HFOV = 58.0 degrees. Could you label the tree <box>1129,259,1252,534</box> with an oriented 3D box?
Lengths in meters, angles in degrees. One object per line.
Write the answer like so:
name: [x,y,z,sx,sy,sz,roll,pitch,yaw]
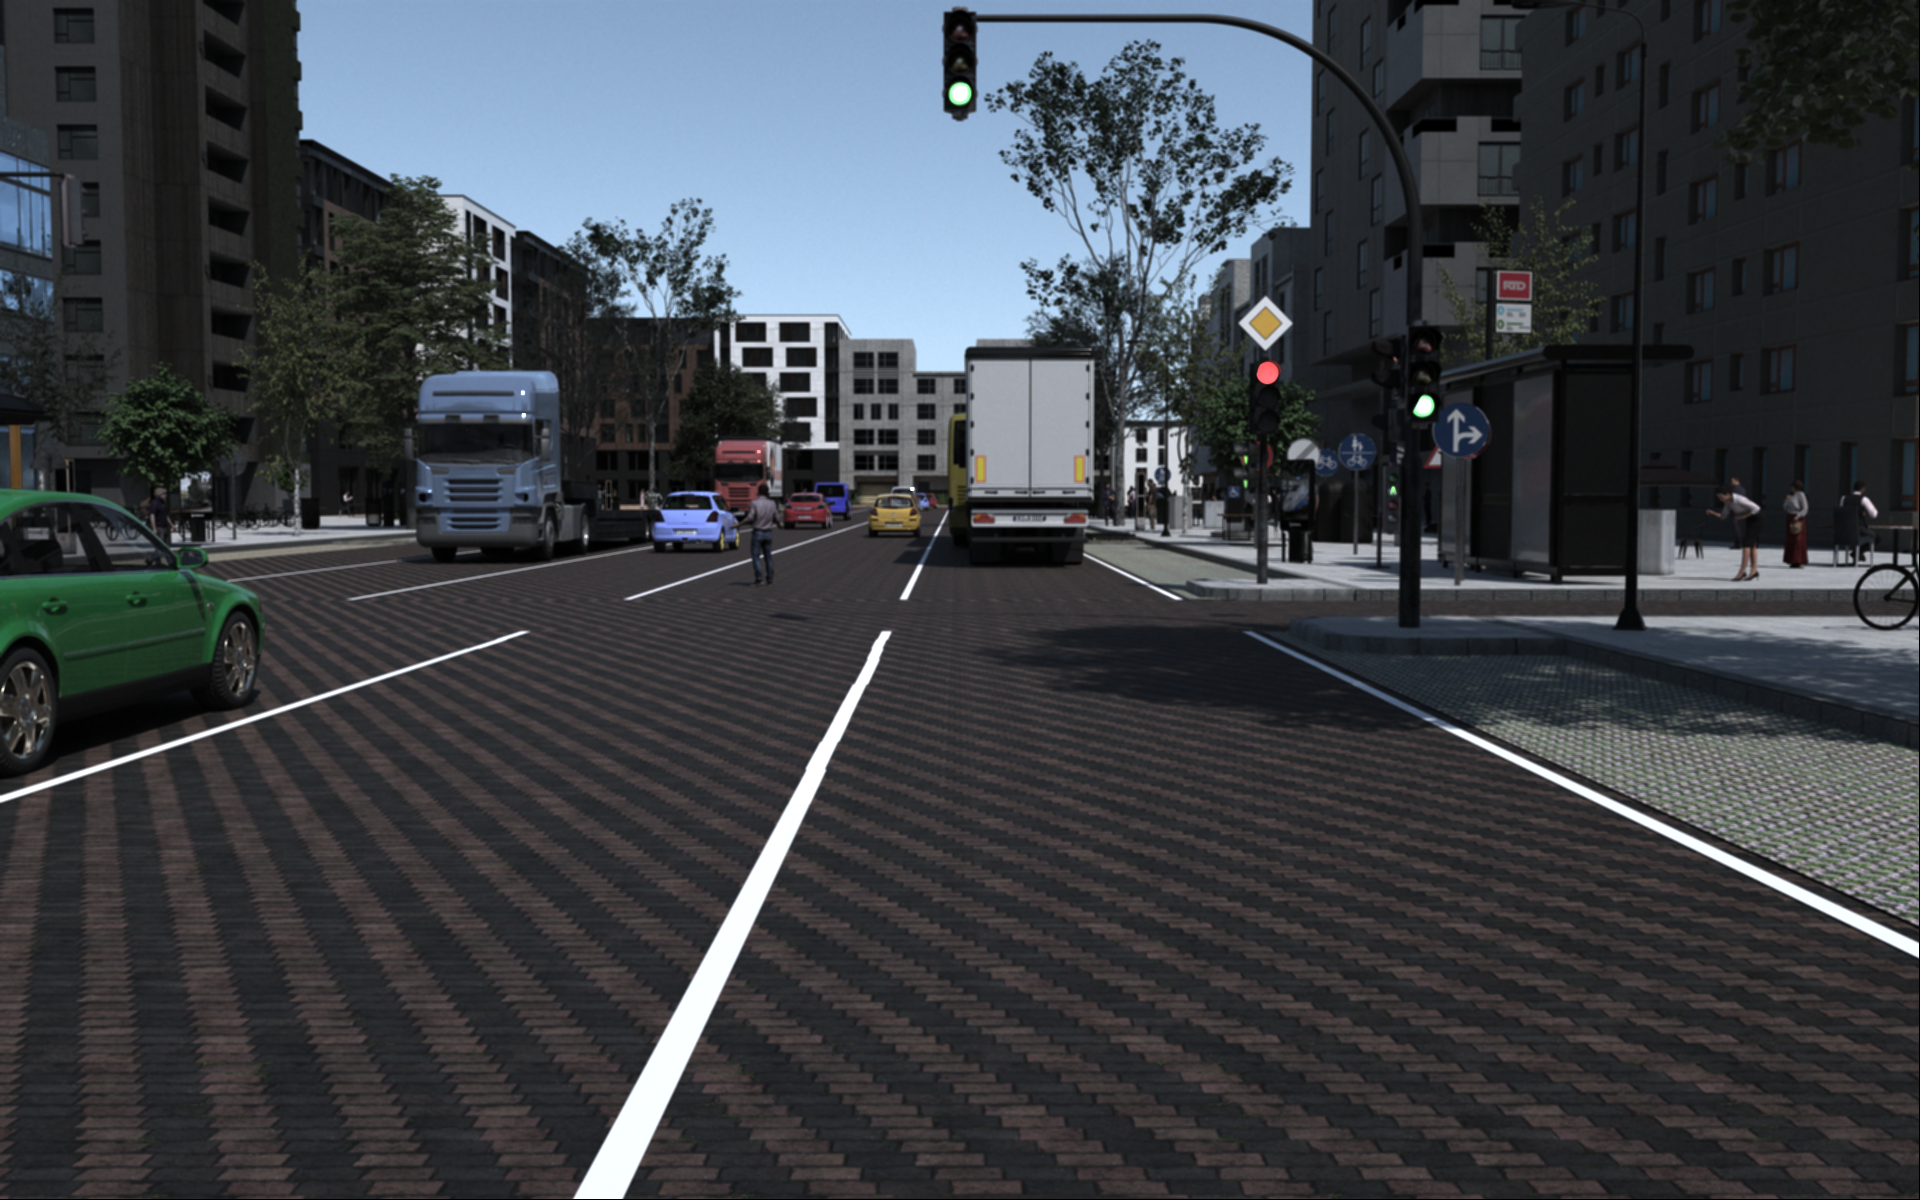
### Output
tree: [7.442,-6.417,55.275,4.737,8.622,4.395,0,3,0]

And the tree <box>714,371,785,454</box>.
tree: [-19.810,-14.827,160.545,7.486,12.596,7.792,0,3,0]

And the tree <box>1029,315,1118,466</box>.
tree: [6.983,-11.727,109.856,7.486,12.596,7.792,0,3,0]

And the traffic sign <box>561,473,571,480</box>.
traffic sign: [-22.044,-5.925,96.876,0.884,2.594,0.081,1,4,10]

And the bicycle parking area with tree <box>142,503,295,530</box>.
bicycle parking area with tree: [-29.303,-4.771,65.009,9.016,4.147,8.231,0,4,6]

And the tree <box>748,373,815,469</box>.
tree: [-19.632,-16.179,174.899,12.009,13.543,11.850,0,3,0]

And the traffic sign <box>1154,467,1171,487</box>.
traffic sign: [9.455,-4.938,80.842,0.768,2.556,0.104,0,4,7]

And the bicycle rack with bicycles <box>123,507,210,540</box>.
bicycle rack with bicycles: [-22.590,-2.143,48.414,2.852,0.926,2.925,2,4,25]

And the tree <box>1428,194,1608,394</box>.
tree: [13.582,-5.602,41.960,4.737,8.622,4.395,0,3,0]

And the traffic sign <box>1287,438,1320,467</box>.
traffic sign: [7.848,-2.419,39.655,0.768,2.556,0.104,0,4,3]

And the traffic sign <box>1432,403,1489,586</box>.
traffic sign: [6.987,-1.477,24.247,0.768,2.556,0.104,0,4,7]

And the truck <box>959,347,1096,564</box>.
truck: [1.361,-3.038,38.588,2.839,4.237,11.283,0,4,0]

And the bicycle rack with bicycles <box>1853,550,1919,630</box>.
bicycle rack with bicycles: [9.722,-0.139,15.660,2.925,0.926,2.852,1,4,23]

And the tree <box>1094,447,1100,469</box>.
tree: [7.207,-14.092,147.413,9.611,12.733,9.660,0,3,0]

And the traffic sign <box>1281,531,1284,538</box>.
traffic sign: [9.372,-3.074,50.261,0.884,2.594,0.081,0,4,7]

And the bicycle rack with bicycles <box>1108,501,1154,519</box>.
bicycle rack with bicycles: [9.353,-4.782,91.570,2.925,0.926,2.852,1,4,10]

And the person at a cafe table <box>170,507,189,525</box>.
person at a cafe table: [-32.955,-3.954,73.159,1.698,1.524,1.622,2,4,28]

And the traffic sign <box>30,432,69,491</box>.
traffic sign: [-19.116,-2.222,36.341,0.884,2.594,0.081,1,4,8]

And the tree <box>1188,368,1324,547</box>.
tree: [7.298,-3.611,42.749,4.285,4.588,4.351,0,3,0]

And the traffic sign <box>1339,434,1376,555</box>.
traffic sign: [8.387,-2.235,36.647,0.768,2.556,0.104,0,4,7]

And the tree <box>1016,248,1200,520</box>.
tree: [7.184,-10.802,86.981,12.009,13.543,11.850,0,3,0]

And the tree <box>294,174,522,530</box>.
tree: [-19.496,-8.772,61.548,7.486,12.596,7.792,0,3,0]

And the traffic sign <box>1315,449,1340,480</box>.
traffic sign: [10.263,-2.971,48.688,0.768,2.556,0.104,0,4,4]

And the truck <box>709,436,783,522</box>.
truck: [-10.440,-5.918,85.672,2.839,4.237,11.283,0,4,-1]

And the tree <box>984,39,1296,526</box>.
tree: [7.734,-13.120,70.402,12.611,20.169,13.585,0,3,0]

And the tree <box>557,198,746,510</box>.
tree: [-17.965,-15.482,109.021,12.611,20.169,13.585,0,3,0]

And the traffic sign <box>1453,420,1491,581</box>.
traffic sign: [7.434,-1.559,25.599,0.768,2.556,0.104,0,4,3]

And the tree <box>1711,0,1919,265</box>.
tree: [6.585,-5.572,9.233,7.486,12.596,7.792,0,3,0]

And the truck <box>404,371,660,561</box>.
truck: [-10.103,-3.303,43.764,2.967,4.110,18.799,0,4,-1]

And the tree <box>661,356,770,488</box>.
tree: [-20.067,-13.893,144.153,9.611,12.733,9.660,0,3,0]

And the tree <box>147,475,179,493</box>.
tree: [-35.148,-4.969,75.843,1.663,3.219,1.824,0,3,0]

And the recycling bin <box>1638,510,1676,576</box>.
recycling bin: [10.984,-0.927,27.713,0.722,1.027,0.722,3,4,37]

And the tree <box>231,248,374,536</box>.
tree: [-20.125,-6.256,52.642,4.737,8.622,4.395,0,3,0]

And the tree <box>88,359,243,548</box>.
tree: [-19.249,-3.554,41.822,4.285,4.588,4.351,0,3,0]

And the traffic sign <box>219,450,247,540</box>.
traffic sign: [-20.331,-2.958,48.462,0.768,2.556,0.104,0,4,0]

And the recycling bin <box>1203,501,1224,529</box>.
recycling bin: [9.330,-3.132,63.756,0.722,1.027,0.722,0,4,3]

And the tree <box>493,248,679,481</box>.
tree: [-19.020,-10.743,86.019,12.009,13.543,11.850,0,3,0]

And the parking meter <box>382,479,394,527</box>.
parking meter: [-22.528,-3.823,68.223,0.255,1.863,0.399,2,4,29]

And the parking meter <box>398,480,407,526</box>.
parking meter: [-22.621,-3.961,70.471,0.399,1.863,0.255,0,4,6]

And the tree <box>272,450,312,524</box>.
tree: [-29.228,-4.970,75.857,1.663,3.219,1.824,0,3,0]

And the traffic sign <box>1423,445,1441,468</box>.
traffic sign: [10.042,-2.198,35.947,0.884,2.594,0.081,0,4,1]

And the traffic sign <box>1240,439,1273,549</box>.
traffic sign: [6.928,-2.470,40.496,0.768,2.556,0.104,0,4,5]

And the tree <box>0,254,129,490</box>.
tree: [-28.546,-6.350,54.186,4.360,8.622,3.978,0,3,0]

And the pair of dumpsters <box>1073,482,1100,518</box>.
pair of dumpsters: [6.904,-5.684,95.429,1.574,2.255,4.437,0,3,0]

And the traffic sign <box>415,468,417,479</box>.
traffic sign: [-23.486,-4.628,75.772,0.768,2.556,0.104,0,4,3]
